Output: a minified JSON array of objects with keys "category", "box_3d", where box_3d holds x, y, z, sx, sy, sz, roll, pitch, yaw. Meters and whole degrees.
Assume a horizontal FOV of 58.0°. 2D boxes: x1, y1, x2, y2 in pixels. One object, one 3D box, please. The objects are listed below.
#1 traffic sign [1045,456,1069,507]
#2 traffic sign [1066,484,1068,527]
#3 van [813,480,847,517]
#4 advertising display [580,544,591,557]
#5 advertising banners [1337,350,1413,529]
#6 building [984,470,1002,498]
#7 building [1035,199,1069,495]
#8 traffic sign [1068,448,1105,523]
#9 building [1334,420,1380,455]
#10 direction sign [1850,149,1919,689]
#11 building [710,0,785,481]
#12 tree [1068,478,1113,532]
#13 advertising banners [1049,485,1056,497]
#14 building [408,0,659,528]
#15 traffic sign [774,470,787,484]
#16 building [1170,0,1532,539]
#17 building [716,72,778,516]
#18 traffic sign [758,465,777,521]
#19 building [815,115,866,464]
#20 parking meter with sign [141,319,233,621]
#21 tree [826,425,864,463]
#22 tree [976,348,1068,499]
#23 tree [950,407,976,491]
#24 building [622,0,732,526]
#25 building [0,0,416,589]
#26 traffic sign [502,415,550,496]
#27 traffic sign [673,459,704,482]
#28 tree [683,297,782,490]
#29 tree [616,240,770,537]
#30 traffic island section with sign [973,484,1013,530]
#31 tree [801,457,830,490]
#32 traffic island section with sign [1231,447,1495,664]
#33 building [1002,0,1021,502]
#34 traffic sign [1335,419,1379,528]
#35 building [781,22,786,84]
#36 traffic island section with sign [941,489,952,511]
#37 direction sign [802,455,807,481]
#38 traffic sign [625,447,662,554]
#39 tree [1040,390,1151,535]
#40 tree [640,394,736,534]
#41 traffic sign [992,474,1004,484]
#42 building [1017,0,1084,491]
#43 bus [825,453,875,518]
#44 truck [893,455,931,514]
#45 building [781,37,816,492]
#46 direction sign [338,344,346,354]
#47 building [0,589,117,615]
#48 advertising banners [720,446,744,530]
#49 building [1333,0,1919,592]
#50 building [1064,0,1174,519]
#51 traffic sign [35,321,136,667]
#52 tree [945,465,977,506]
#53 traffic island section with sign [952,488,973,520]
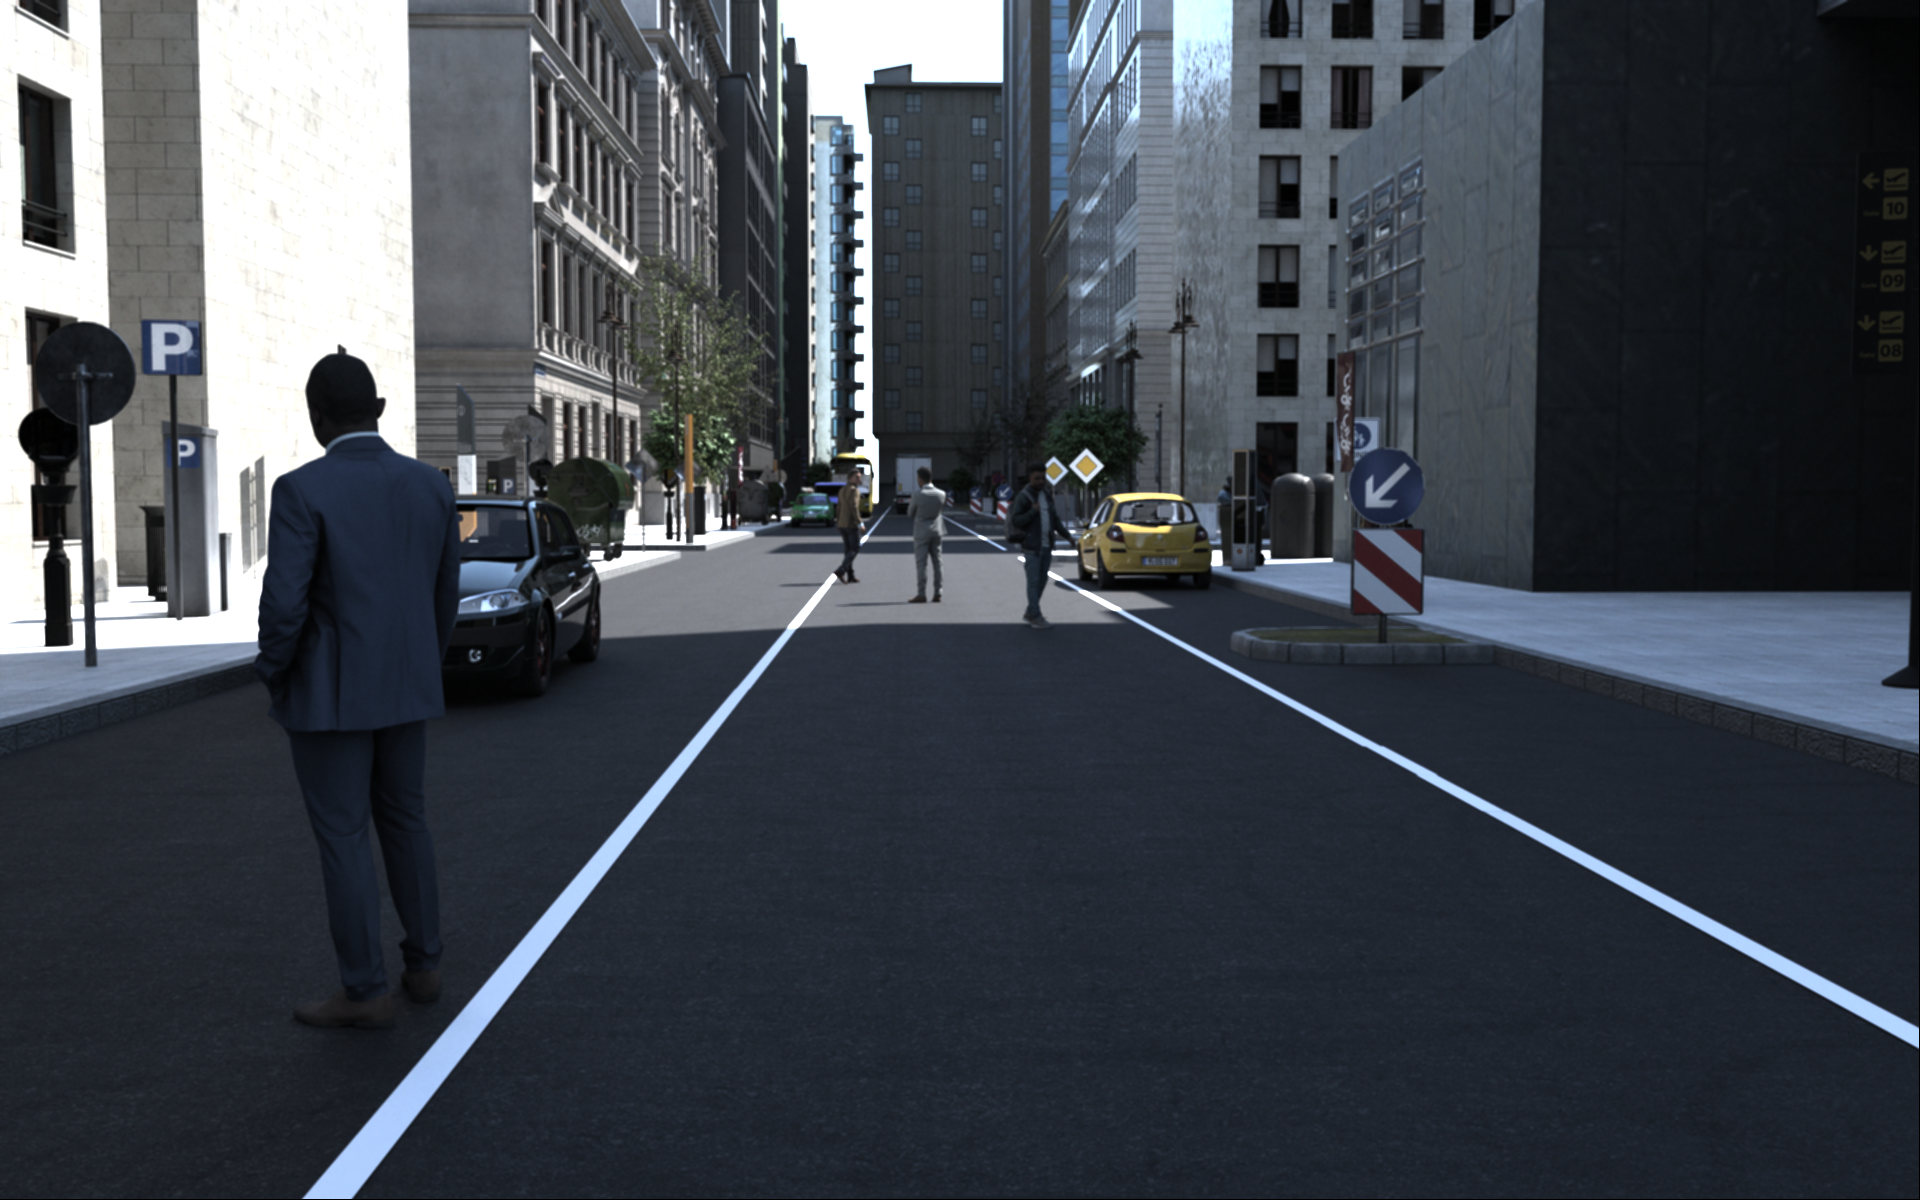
[{"category":"traffic sign","box_3d":[2.462,-2.561,45.513,0.795,2.450,0.064,0,4,-2]},{"category":"traffic sign","box_3d":[4.114,-4.071,66.665,0.768,2.556,0.104,0,4,0]},{"category":"van","box_3d":[-6.652,-5.237,90.015,2.240,2.365,5.245,0,4,-1]},{"category":"advertising display","box_3d":[-7.714,-1.850,35.458,0.123,1.923,0.974,-2,4,-26]},{"category":"advertising banners","box_3d":[4.899,-1.494,20.620,0.090,3.025,2.074,-1,4,-11]},{"category":"building","box_3d":[13.298,-45.470,181.689,20.563,71.187,20.611,0,4,-2]},{"category":"building","box_3d":[11.375,-16.761,110.192,11.583,22.565,21.152,0,4,-2]},{"category":"traffic sign","box_3d":[2.734,-2.073,37.532,0.795,2.450,0.064,0,4,-2]},{"category":"building","box_3d":[47.722,-34.264,183.924,21.600,48.544,21.300,0,4,-2]},{"category":"direction sign","box_3d":[6.364,-1.190,11.453,0.876,3.537,0.379,1,4,16]},{"category":"building","box_3d":[-20.388,-27.088,126.490,14.154,41.232,14.086,0,4,-2]},{"category":"tree","box_3d":[4.502,-3.896,58.299,1.663,3.219,1.824,0,3,0]},{"category":"advertising banners","box_3d":[3.661,-4.519,70.066,0.090,3.025,2.074,1,4,17]},{"category":"building","box_3d":[-17.283,-13.554,57.763,11.583,22.565,21.152,0,4,-2]},{"category":"traffic sign","box_3d":[-9.337,-5.475,89.624,0.768,2.556,0.104,0,4,7]},{"category":"building","box_3d":[15.797,-12.181,53.917,16.860,20.320,10.420,0,4,-2]},{"category":"building","box_3d":[-18.974,-19.034,104.717,14.314,27.812,24.014,0,4,-2]},{"category":"traffic sign","box_3d":[-8.512,-4.680,76.526,0.884,2.594,0.081,0,4,2]},{"category":"building","box_3d":[-27.143,-36.540,217.043,30.456,49.044,23.786,0,4,-2]},{"category":"parking meter with sign","box_3d":[-8.073,-1.345,18.245,0.543,3.016,1.738,-1,4,-12]},{"category":"tree","box_3d":[-12.179,-14.236,183.125,4.360,8.622,3.978,0,3,0]},{"category":"tree","box_3d":[3.389,-8.336,86.649,4.360,8.622,3.978,0,3,0]},{"category":"tree","box_3d":[1.367,-11.720,141.980,4.360,8.622,3.978,0,3,0]},{"category":"building","box_3d":[-18.535,-17.906,80.153,14.401,28.519,23.554,0,4,-2]},{"category":"building","box_3d":[-19.098,-10.637,28.664,16.860,20.320,10.420,0,4,-2]},{"category":"traffic sign","box_3d":[-7.000,-1.704,27.964,0.768,2.556,0.104,0,4,-1]},{"category":"traffic sign","box_3d":[-7.078,-2.542,45.209,0.795,2.450,0.064,0,4,-2]},{"category":"tree","box_3d":[-8.862,-7.046,65.558,4.360,8.622,3.978,0,3,0]},{"category":"tree","box_3d":[-8.051,-6.154,50.985,4.737,8.622,4.395,0,3,0]},{"category":"traffic island section with sign","box_3d":[1.651,-3.764,70.175,1.989,1.847,2.006,0,4,-2]},{"category":"tree","box_3d":[-12.243,-10.260,151.465,4.285,4.588,4.351,0,3,0]},{"category":"traffic island section with sign","box_3d":[3.508,-0.424,15.558,1.989,1.847,2.006,0,4,-2]},{"category":"building","box_3d":[14.303,-37.621,157.107,21.231,58.520,28.212,0,4,-2]},{"category":"traffic sign","box_3d":[5.326,-1.295,23.303,0.606,2.300,0.079,0,4,3]},{"category":"building","box_3d":[-26.513,-32.380,149.020,23.786,49.044,30.456,0,4,-2]},{"category":"traffic island section with sign","box_3d":[-0.976,-8.481,147.287,1.989,1.847,2.006,0,4,-2]},{"category":"direction sign","box_3d":[-9.222,-6.619,100.214,0.876,3.537,0.379,2,4,34]},{"category":"traffic sign","box_3d":[-6.806,-2.054,37.229,0.795,2.450,0.064,0,4,-2]},{"category":"tree","box_3d":[4.312,-4.343,54.724,4.285,4.588,4.351,0,3,0]},{"category":"tree","box_3d":[-8.875,-4.441,56.329,4.285,4.588,4.351,0,3,0]},{"category":"traffic sign","box_3d":[2.366,-6.577,107.638,0.768,2.556,0.104,0,4,3]},{"category":"building","box_3d":[11.883,-29.733,136.249,14.600,45.320,14.200,0,4,-2]},{"category":"bus","box_3d":[-6.699,-7.104,107.694,2.896,3.916,12.252,0,4,-2]},{"category":"truck","box_3d":[-3.512,-8.532,128.409,2.839,4.237,11.283,0,4,-2]},{"category":"building","box_3d":[-26.187,-34.120,181.561,21.600,48.544,21.300,0,4,-2]},{"category":"direction sign","box_3d":[-9.481,-2.121,26.684,0.379,3.537,0.876,-1,4,-13]},{"category":"building","box_3d":[-15.096,-9.605,11.786,10.420,20.320,16.860,0,4,-2]},{"category":"advertising banners","box_3d":[-8.158,-4.035,62.165,0.090,3.025,2.074,1,4,17]},{"category":"building","box_3d":[18.796,-42.978,15.361,22.319,86.520,31.000,0,4,-2]},{"category":"building","box_3d":[12.078,-18.780,84.553,11.434,29.767,29.804,0,4,-2]},{"category":"traffic sign","box_3d":[-6.471,-0.778,12.820,0.768,2.556,0.104,0,4,3]},{"category":"tree","box_3d":[0.058,-12.427,186.902,4.285,4.588,4.351,0,3,0]},{"category":"traffic island section with sign","box_3d":[0.730,-5.412,97.115,1.989,1.847,2.006,0,4,-2]}]
